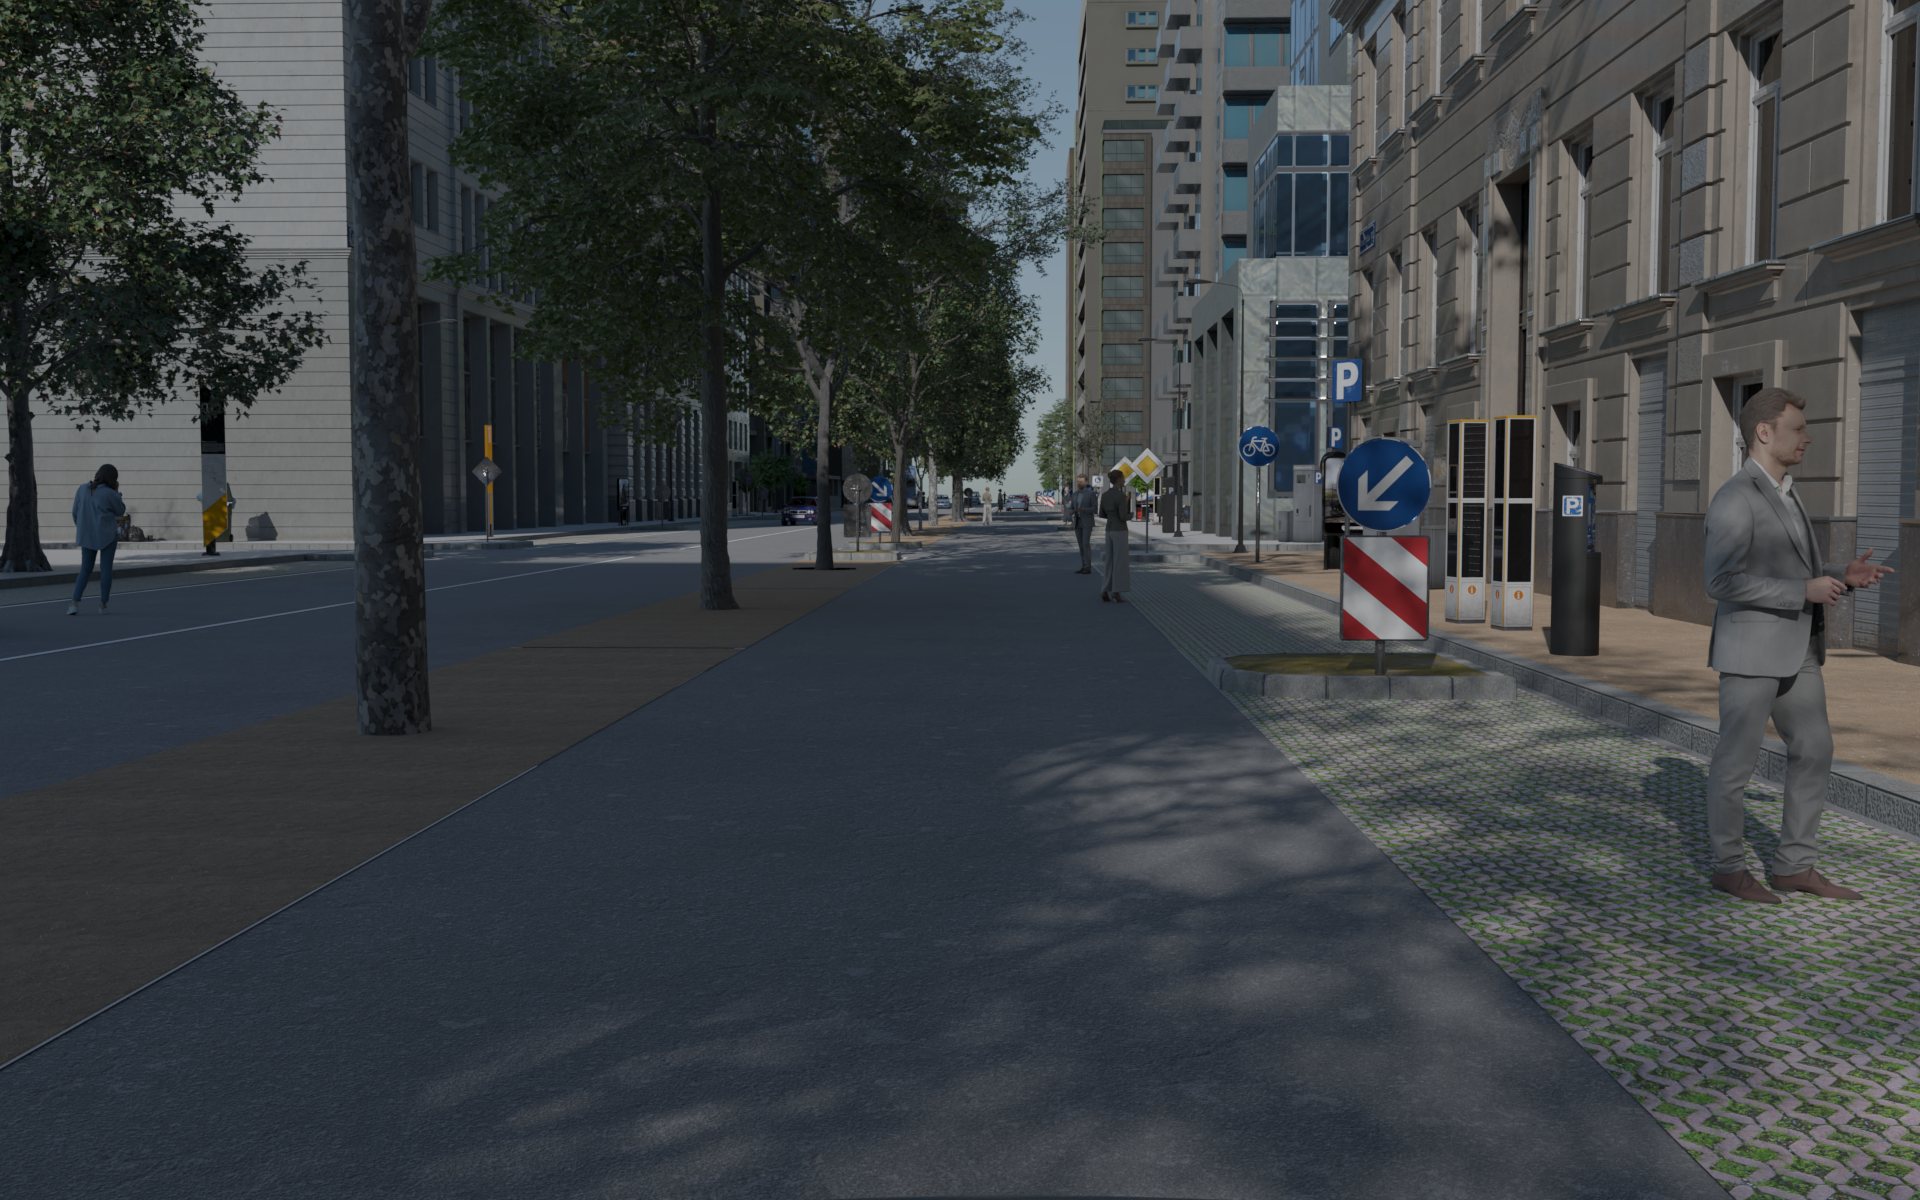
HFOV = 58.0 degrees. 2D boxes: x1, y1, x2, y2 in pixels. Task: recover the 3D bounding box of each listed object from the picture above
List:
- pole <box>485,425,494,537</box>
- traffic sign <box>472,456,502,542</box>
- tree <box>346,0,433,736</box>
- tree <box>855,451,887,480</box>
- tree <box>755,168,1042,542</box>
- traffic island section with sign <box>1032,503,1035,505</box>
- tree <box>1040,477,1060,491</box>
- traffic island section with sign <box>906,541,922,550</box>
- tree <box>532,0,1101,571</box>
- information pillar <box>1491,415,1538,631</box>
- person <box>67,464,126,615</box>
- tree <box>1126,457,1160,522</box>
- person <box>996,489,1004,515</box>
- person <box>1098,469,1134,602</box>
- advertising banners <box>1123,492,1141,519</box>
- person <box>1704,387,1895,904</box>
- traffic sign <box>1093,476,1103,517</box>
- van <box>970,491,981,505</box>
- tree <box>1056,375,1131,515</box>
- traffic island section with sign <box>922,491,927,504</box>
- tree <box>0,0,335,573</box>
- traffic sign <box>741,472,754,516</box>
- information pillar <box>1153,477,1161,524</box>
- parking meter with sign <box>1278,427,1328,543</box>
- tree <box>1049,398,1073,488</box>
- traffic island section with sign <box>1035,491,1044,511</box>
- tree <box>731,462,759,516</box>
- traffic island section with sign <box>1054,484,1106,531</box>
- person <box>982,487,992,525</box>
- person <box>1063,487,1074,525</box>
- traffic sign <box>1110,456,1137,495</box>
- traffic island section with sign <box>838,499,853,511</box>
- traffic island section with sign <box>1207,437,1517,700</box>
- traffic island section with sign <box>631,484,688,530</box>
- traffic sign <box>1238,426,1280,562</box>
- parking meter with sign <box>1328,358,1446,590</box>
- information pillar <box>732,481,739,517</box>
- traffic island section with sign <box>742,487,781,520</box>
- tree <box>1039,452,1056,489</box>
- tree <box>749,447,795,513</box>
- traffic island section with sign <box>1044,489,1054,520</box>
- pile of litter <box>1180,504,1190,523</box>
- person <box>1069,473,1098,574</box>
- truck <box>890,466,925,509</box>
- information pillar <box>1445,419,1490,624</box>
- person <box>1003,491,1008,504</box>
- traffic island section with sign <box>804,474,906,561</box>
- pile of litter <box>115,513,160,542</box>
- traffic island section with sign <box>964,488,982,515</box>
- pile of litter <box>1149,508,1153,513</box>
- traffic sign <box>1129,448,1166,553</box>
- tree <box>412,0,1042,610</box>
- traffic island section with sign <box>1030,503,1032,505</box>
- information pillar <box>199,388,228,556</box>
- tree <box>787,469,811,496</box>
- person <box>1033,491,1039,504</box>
[{"bbox_3d":[-13.973,-3.519,51.386,0.158,3.312,0.155,0,3,0],"label":"pole"},{"bbox_3d":[-12.600,-2.599,46.143,0.795,2.450,0.064,0,4,2],"label":"traffic sign"},{"bbox_3d":[-2.216,-9.208,8.899,12.611,20.169,13.585,0,3,0],"label":"tree"},{"bbox_3d":[-10.311,-14.967,195.066,4.360,8.622,3.978,0,3,0],"label":"tree"},{"bbox_3d":[-1.905,-6.893,49.563,8.767,10.594,7.601,0,4,2],"label":"tree"},{"bbox_3d":[8.429,-10.005,172.210,1.989,1.847,2.006,0,4,2],"label":"traffic island section with sign"},{"bbox_3d":[14.396,-17.877,276.009,4.285,4.588,4.351,0,3,0],"label":"tree"},{"bbox_3d":[-2.048,-2.285,45.496,2.006,1.907,1.989,0,4,2],"label":"traffic island section with sign"},{"bbox_3d":[-2.580,-7.311,32.364,12.009,13.543,11.850,0,3,0],"label":"tree"},{"bbox_3d":[5.220,-0.724,16.330,0.304,2.012,0.304,0,4,-5],"label":"information pillar"},{"bbox_3d":[-10.288,-0.724,20.599,0.793,1.790,0.793,-2,4,-34],"label":"person"},{"bbox_3d":[8.495,-5.205,79.709,1.663,3.219,1.824,0,3,0],"label":"tree"},{"bbox_3d":[2.718,-6.728,118.722,0.641,1.798,0.478,-1,4,-12],"label":"person"},{"bbox_3d":[2.096,-0.848,22.921,0.362,1.759,0.519,-2,4,-35],"label":"person"},{"bbox_3d":[9.109,-5.597,87.694,2.074,3.025,0.090,-1,4,-18],"label":"advertising banners"},{"bbox_3d":[2.896,0.163,6.038,0.583,1.804,0.606,3,5,44],"label":"person"},{"bbox_3d":[7.772,-5.848,97.752,0.606,2.300,0.079,0,4,5],"label":"traffic sign"},{"bbox_3d":[1.937,-14.015,236.151,2.013,2.044,4.112,0,4,4],"label":"van"},{"bbox_3d":[8.305,-9.542,106.373,4.360,8.622,3.978,0,3,0],"label":"tree"},{"bbox_3d":[-5.368,-15.082,255.214,1.989,1.847,2.006,0,4,2],"label":"traffic island section with sign"},{"bbox_3d":[-15.612,-6.822,28.549,9.611,12.733,9.660,0,3,0],"label":"tree"},{"bbox_3d":[-12.412,-6.167,100.936,0.768,2.556,0.104,0,4,6],"label":"traffic sign"},{"bbox_3d":[8.449,-4.266,74.246,0.304,2.012,0.304,0,4,5],"label":"information pillar"},{"bbox_3d":[9.177,-3.021,45.648,0.543,3.016,1.738,-3,5,-41],"label":"parking meter with sign"},{"bbox_3d":[11.908,-17.513,204.456,7.486,12.596,7.792,0,3,0],"label":"tree"},{"bbox_3d":[7.477,-8.335,144.911,1.989,1.847,2.006,0,4,2],"label":"traffic island section with sign"},{"bbox_3d":[-12.850,-6.639,103.149,1.663,3.219,1.824,0,3,0],"label":"tree"},{"bbox_3d":[4.802,-3.619,67.798,1.989,1.847,2.006,0,4,2],"label":"traffic island section with sign"},{"bbox_3d":[1.285,-4.331,79.863,0.519,1.759,0.362,2,4,34],"label":"person"},{"bbox_3d":[4.968,-4.344,79.944,0.534,1.772,0.576,-3,5,-40],"label":"person"},{"bbox_3d":[4.334,-2.562,45.537,0.795,2.450,0.064,0,4,2],"label":"traffic sign"},{"bbox_3d":[-9.171,-8.388,145.771,1.989,1.847,2.006,0,4,2],"label":"traffic island section with sign"},{"bbox_3d":[2.899,-0.265,12.954,1.989,1.847,2.006,0,4,2],"label":"traffic island section with sign"},{"bbox_3d":[-11.851,-3.671,68.653,1.989,1.847,2.006,0,4,2],"label":"traffic island section with sign"},{"bbox_3d":[5.586,-1.978,32.440,0.768,2.556,0.104,0,4,5],"label":"traffic sign"},{"bbox_3d":[5.757,-1.633,22.962,1.738,3.016,0.543,-2,4,-31],"label":"parking meter with sign"},{"bbox_3d":[-12.664,-5.690,97.525,0.304,2.012,0.304,1,4,9],"label":"information pillar"},{"bbox_3d":[-10.915,-5.319,95.592,1.989,1.847,2.006,0,4,2],"label":"traffic island section with sign"},{"bbox_3d":[14.243,-19.407,267.672,4.360,8.622,3.978,0,3,0],"label":"tree"},{"bbox_3d":[-13.019,-8.294,119.327,4.285,4.588,4.351,0,3,0],"label":"tree"},{"bbox_3d":[5.742,-5.269,94.784,1.989,1.847,2.006,0,4,2],"label":"traffic island section with sign"},{"bbox_3d":[10.329,-3.853,76.954,1.176,0.858,1.719,3,4,36],"label":"pile of litter"},{"bbox_3d":[2.168,-1.376,31.193,0.606,1.804,0.583,2,4,35],"label":"person"},{"bbox_3d":[-5.096,-11.064,170.647,2.967,4.110,18.799,0,4,2],"label":"truck"},{"bbox_3d":[5.037,-0.779,17.222,0.304,2.012,0.304,-1,4,-10],"label":"information pillar"},{"bbox_3d":[6.475,-14.776,250.107,0.705,1.821,1.348,3,5,43],"label":"person"},{"bbox_3d":[-2.315,-1.832,38.093,2.006,1.907,1.989,0,4,2],"label":"traffic island section with sign"},{"bbox_3d":[-22.428,-1.989,46.480,1.719,0.858,1.176,1,4,9],"label":"pile of litter"},{"bbox_3d":[0.551,-6.878,120.589,2.006,1.907,1.989,0,4,2],"label":"traffic island section with sign"},{"bbox_3d":[12.748,-6.274,116.553,1.719,0.858,1.176,1,4,12],"label":"pile of litter"},{"bbox_3d":[4.056,-2.074,37.557,0.795,2.450,0.064,0,4,2],"label":"traffic sign"},{"bbox_3d":[-2.921,-6.120,20.646,7.486,12.596,7.792,0,3,0],"label":"tree"},{"bbox_3d":[10.358,-13.404,227.783,1.989,1.847,2.006,0,4,2],"label":"traffic island section with sign"},{"bbox_3d":[-15.520,-2.730,35.987,0.504,3.616,0.183,-1,4,-18],"label":"information pillar"},{"bbox_3d":[-11.981,-8.333,130.839,1.663,3.219,1.824,0,3,0],"label":"tree"},{"bbox_3d":[10.370,-13.647,231.557,1.348,1.831,0.705,3,4,38],"label":"person"}]
